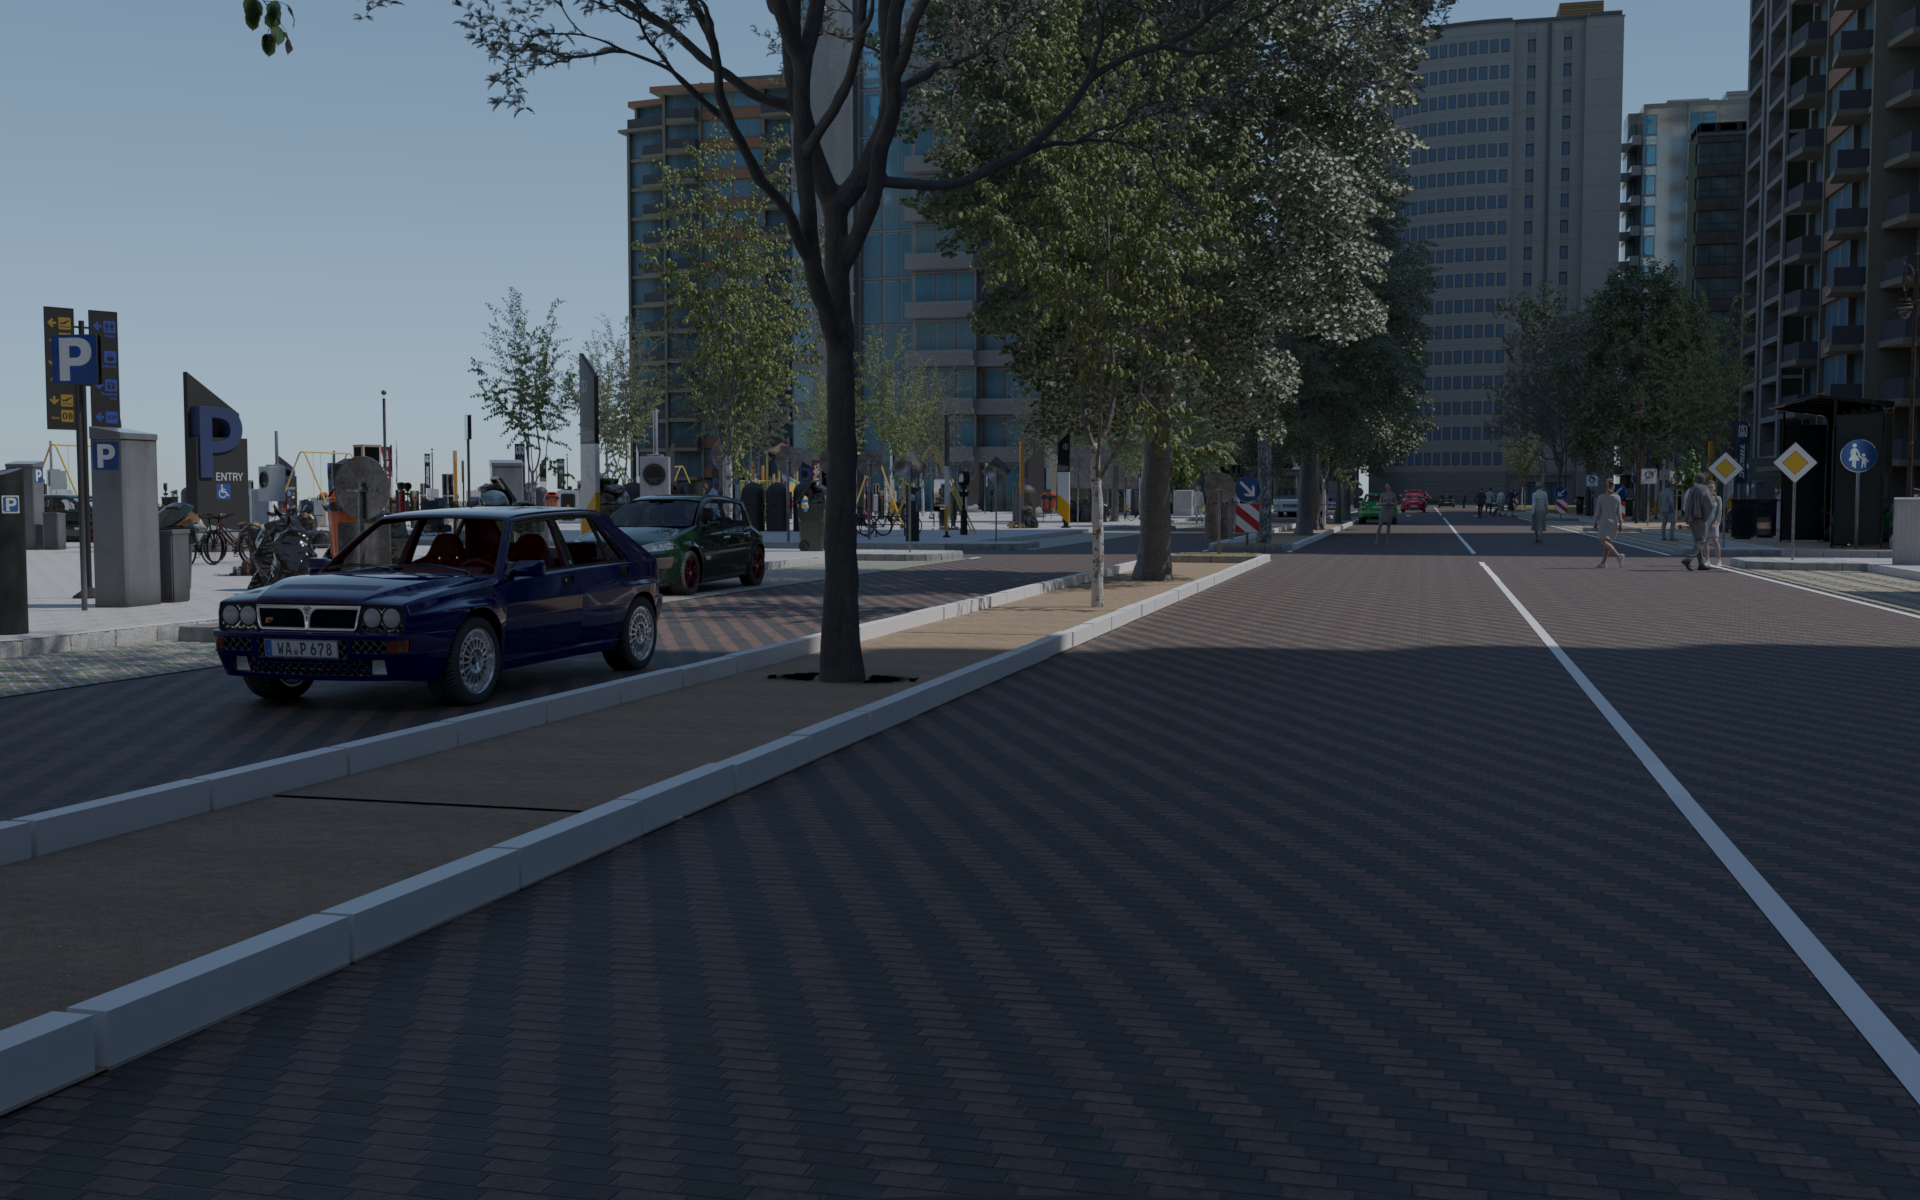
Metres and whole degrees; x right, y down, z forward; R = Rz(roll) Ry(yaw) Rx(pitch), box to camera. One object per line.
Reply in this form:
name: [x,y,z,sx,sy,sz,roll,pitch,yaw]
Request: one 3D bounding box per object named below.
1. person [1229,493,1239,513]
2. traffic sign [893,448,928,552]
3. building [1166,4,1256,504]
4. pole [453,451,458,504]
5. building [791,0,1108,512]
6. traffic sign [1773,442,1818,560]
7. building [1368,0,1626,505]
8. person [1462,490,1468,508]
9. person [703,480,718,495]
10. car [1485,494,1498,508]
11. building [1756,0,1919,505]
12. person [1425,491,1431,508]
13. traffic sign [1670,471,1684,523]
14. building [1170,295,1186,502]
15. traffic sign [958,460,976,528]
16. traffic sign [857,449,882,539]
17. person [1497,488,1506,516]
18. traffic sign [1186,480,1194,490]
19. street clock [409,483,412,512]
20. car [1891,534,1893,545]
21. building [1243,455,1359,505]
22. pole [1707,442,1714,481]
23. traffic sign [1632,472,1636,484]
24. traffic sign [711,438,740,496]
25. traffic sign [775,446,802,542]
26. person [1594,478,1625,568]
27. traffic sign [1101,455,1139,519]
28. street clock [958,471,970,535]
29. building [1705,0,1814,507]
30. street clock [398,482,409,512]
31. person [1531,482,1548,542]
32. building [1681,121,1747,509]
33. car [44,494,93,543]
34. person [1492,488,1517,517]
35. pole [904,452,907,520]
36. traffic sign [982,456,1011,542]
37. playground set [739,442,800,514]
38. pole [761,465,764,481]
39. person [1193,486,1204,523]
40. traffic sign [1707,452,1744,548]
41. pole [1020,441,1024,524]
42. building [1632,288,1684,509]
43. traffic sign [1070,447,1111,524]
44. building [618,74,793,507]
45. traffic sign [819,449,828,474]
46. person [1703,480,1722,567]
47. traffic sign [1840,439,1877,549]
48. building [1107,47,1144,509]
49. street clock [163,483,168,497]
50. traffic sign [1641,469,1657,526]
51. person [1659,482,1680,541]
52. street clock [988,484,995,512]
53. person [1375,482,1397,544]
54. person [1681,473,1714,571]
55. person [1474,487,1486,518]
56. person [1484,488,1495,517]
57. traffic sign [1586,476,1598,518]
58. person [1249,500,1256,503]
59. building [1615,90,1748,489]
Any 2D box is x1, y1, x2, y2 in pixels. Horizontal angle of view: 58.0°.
person: [13.487,-4.665,84.876,0.850,1.850,0.679,2,4,35]
traffic sign: [-1.103,-2.109,38.127,0.795,2.450,0.064,1,4,15]
building: [26.568,-48.026,223.480,20.611,71.187,20.563,1,4,15]
pole: [-23.710,-5.354,81.375,0.158,3.312,0.155,0,3,0]
building: [0.233,-31.784,139.284,23.786,49.044,30.456,1,4,15]
traffic sign: [16.131,-1.827,33.511,0.795,2.450,0.064,1,4,15]
building: [65.307,-41.086,213.757,28.212,58.520,21.231,1,4,15]
person: [50.806,-10.145,174.387,0.705,1.821,1.348,3,4,36]
person: [-6.312,-2.169,44.221,0.793,1.790,0.793,1,4,19]
car: [52.266,-9.757,169.314,2.009,1.686,4.222,1,4,17]
building: [57.599,-26.814,93.037,22.147,44.769,28.867,1,4,15]
person: [49.171,-10.623,182.908,1.217,1.743,0.721,0,4,6]
traffic sign: [31.314,-4.498,75.672,0.606,2.300,0.079,2,4,24]
building: [15.987,-24.941,179.485,14.107,30.474,14.160,1,4,15]
traffic sign: [0.241,-3.961,64.862,0.768,2.556,0.104,2,4,25]
traffic sign: [-2.569,-2.985,48.915,0.768,2.556,0.104,1,4,18]
person: [34.966,-6.319,112.039,0.641,1.798,0.478,-3,5,-39]
traffic sign: [15.877,-7.297,119.306,0.884,2.594,0.081,1,4,17]
street clock: [-34.082,-6.258,106.883,0.358,2.002,0.471,3,5,44]
car: [22.087,-1.672,36.132,4.718,1.807,1.959,1,4,13]
building: [43.174,-27.310,218.226,14.107,30.474,14.160,1,4,15]
pole: [29.361,-4.524,67.808,0.158,3.312,0.155,0,3,0]
traffic sign: [37.773,-5.890,96.402,0.768,2.556,0.104,1,4,19]
traffic sign: [-5.374,-2.414,39.572,0.768,2.556,0.104,2,4,24]
traffic sign: [-4.584,-2.819,46.194,0.768,2.556,0.104,1,4,19]
person: [12.521,-1.472,33.321,0.466,1.731,0.760,-2,4,-30]
traffic sign: [8.067,-5.766,88.139,2.265,3.308,0.079,1,4,19]
street clock: [0.121,-3.045,54.361,0.358,2.002,0.471,-1,4,-23]
building: [63.853,-41.515,117.023,20.563,71.187,20.611,1,4,15]
street clock: [-33.659,-6.103,104.346,0.358,2.002,0.471,1,4,23]
person: [17.104,-2.593,51.118,0.478,1.798,0.641,1,4,21]
building: [64.164,-22.288,136.117,14.160,30.474,14.107,1,4,15]
car: [-23.936,-2.285,47.147,4.222,1.686,2.009,1,4,15]
person: [34.535,-6.182,109.796,1.509,1.804,0.699,1,4,22]
pole: [-2.679,-5.553,84.630,0.158,3.312,0.155,0,3,0]
traffic sign: [0.961,-2.581,45.842,0.795,2.450,0.064,1,4,15]
playground set: [-10.247,-6.747,97.095,5.637,4.214,5.302,2,4,26]
pole: [-14.033,-7.918,123.298,0.158,3.312,0.155,0,3,0]
person: [11.692,-4.677,84.846,0.514,1.842,0.818,0,4,-8]
traffic sign: [18.196,-2.299,41.226,0.795,2.450,0.064,1,4,15]
pole: [2.398,-4.476,67.028,0.158,3.312,0.155,0,3,0]
building: [77.110,-19.019,155.992,27.650,21.520,28.899,1,4,15]
traffic sign: [5.406,-4.950,74.799,2.265,3.308,0.079,1,4,17]
building: [-19.713,-32.380,184.044,28.867,44.769,22.147,1,4,15]
traffic sign: [-3.516,-2.886,47.299,0.768,2.556,0.104,1,4,22]
person: [14.902,-1.524,34.417,0.512,1.701,0.522,2,4,31]
traffic sign: [20.910,-2.462,40.353,0.768,2.556,0.104,1,4,23]
building: [10.082,-31.176,159.840,14.600,45.320,14.200,1,4,15]
street clock: [-51.894,-6.642,113.165,0.358,2.002,0.471,-1,4,-18]
traffic sign: [27.792,-4.146,69.910,0.606,2.300,0.079,1,4,16]
person: [21.571,-2.702,52.778,0.391,1.810,0.635,-2,4,-26]
street clock: [2.230,-7.111,120.827,0.471,2.002,0.358,2,4,26]
person: [12.126,-2.475,49.301,0.599,1.781,0.374,1,4,13]
person: [13.785,-1.450,32.313,0.850,1.850,0.679,-2,4,-26]
person: [31.258,-5.854,103.992,0.659,1.850,0.755,2,4,27]
person: [32.816,-6.060,107.422,0.661,1.843,0.795,2,4,30]
traffic sign: [34.346,-5.628,94.146,0.606,2.300,0.079,1,4,20]
person: [15.039,-4.929,89.435,0.694,1.780,0.624,-1,4,-16]
building: [94.069,-35.991,208.064,30.456,49.044,23.786,1,4,15]
